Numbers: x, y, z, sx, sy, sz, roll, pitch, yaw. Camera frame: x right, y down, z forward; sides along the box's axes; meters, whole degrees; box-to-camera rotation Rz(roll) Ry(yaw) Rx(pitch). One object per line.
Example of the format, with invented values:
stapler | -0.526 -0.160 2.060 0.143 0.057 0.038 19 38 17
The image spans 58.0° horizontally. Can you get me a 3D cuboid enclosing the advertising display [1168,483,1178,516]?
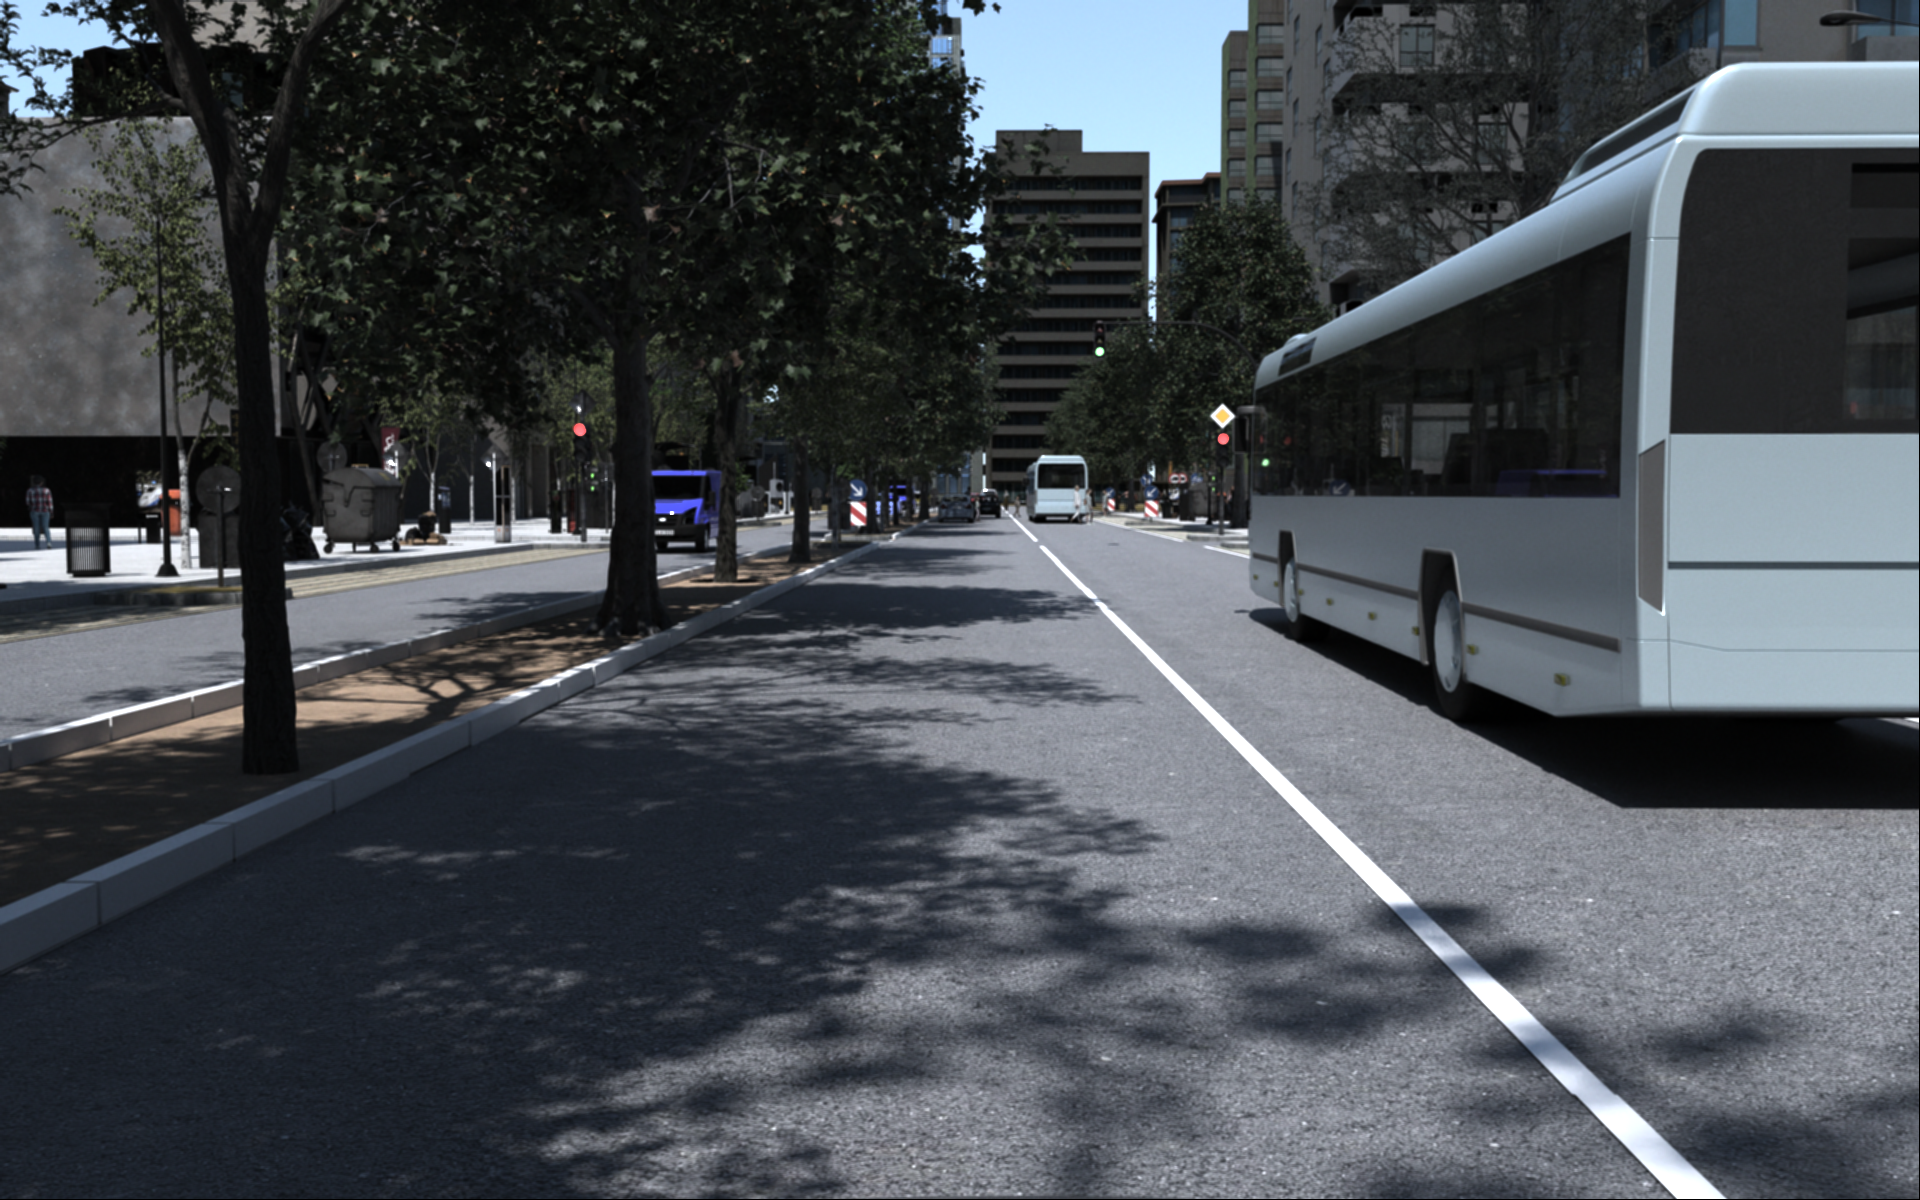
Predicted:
advertising display | 12.474 -5.796 99.984 0.974 1.923 0.123 2 4 30

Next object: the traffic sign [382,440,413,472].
traffic sign | -13.744 -2.603 42.289 0.795 2.593 0.064 0 4 8

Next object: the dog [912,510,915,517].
dog | -2.882 -5.214 104.530 0.540 0.507 0.406 2 4 27

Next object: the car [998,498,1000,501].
car | 3.114 -10.176 178.379 2.014 1.417 4.499 0 4 0

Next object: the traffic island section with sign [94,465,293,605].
traffic island section with sign | -10.094 -0.886 23.111 1.989 1.847 2.006 0 4 1

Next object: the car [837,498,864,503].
car | -5.597 -4.966 93.196 2.014 1.417 4.499 0 4 1

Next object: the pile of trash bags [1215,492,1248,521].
pile of trash bags | 13.068 -4.522 83.691 1.912 1.369 3.447 -1 4 -10

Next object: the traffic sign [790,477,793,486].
traffic sign | -11.878 -7.631 124.865 0.768 2.556 0.104 0 4 3

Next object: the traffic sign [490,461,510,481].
traffic sign | -14.075 -3.114 53.051 0.606 2.300 0.079 0 4 2

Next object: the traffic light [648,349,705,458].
traffic light | -7.769 -4.850 53.964 4.771 5.953 1.251 0 4 1

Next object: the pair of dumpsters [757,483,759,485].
pair of dumpsters | -13.720 -7.217 120.488 1.574 2.255 4.437 0 4 1

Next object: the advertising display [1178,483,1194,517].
advertising display | 12.837 -5.613 96.988 0.974 1.923 0.123 1 4 16

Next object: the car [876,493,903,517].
car | -4.512 -6.023 108.074 1.945 1.707 3.694 0 4 2

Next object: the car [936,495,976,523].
car | -0.210 -4.540 86.235 2.014 1.417 4.499 0 4 -1

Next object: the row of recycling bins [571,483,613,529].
row of recycling bins | -13.732 -3.550 65.152 1.069 1.692 3.534 -2 4 -34

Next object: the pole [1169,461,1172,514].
pole | 13.035 -6.943 107.364 0.158 3.312 0.155 0 3 0

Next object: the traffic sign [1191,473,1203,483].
traffic sign | 14.169 -6.342 103.805 0.768 2.556 0.104 0 4 4

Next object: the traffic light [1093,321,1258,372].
traffic light | 5.872 -4.338 45.592 4.771 5.953 1.251 0 4 1

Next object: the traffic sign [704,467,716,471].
traffic sign | -11.964 -5.060 82.831 0.768 2.556 0.104 0 4 5

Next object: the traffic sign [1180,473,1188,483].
traffic sign | 13.123 -6.280 102.779 0.768 2.556 0.104 0 4 3

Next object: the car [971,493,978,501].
car | 0.951 -7.113 125.341 2.155 1.783 4.494 0 4 -1

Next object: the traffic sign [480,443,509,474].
traffic sign | -12.020 -2.752 44.724 0.795 2.593 0.064 1 4 10

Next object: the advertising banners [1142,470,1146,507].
advertising banners | 13.779 -8.042 127.676 0.090 3.025 2.074 2 4 27

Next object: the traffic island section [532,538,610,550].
traffic island section | -10.034 -1.458 46.115 2.009 0.180 2.903 0 4 1

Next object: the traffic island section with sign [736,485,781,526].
traffic island section with sign | -9.165 -4.285 78.694 1.989 1.847 2.006 0 4 1

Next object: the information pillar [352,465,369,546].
information pillar | -14.980 -2.374 43.309 0.304 2.012 0.304 -3 5 -41

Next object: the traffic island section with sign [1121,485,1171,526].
traffic island section with sign | 8.563 -4.313 79.146 1.989 1.847 2.006 0 4 1

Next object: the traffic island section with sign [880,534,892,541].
traffic island section with sign | -3.148 -2.783 53.644 2.006 1.907 1.989 0 4 1

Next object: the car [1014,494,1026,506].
car | 7.350 -11.852 203.563 2.009 1.686 4.222 0 3 0

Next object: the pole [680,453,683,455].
pole | -13.691 -5.590 85.235 0.158 3.312 0.155 0 3 0

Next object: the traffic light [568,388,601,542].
traffic light | -9.994 -3.490 45.980 0.839 4.253 0.868 0 4 1

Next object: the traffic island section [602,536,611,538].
traffic island section | -9.901 -1.946 54.099 2.009 0.180 2.903 0 4 1

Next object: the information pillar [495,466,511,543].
information pillar | -12.026 -2.510 45.532 0.304 2.012 0.304 2 4 27

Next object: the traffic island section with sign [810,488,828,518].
traffic island section with sign | -8.714 -5.934 105.645 1.989 1.847 2.006 0 4 1

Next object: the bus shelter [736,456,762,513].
bus shelter | -13.663 -7.183 108.732 1.731 3.624 6.357 0 4 1

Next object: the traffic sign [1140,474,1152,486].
traffic sign | 11.939 -6.784 111.029 0.768 2.556 0.104 0 4 5

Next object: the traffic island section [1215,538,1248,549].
traffic island section | 8.005 -1.439 45.812 2.009 0.180 2.903 0 4 1

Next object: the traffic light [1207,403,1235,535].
traffic light | 8.097 -3.961 53.683 0.839 4.253 0.868 0 4 1

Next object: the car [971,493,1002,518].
car | 1.566 -5.791 104.475 2.009 1.686 4.222 0 4 0

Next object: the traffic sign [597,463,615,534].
traffic sign | -11.467 -3.308 56.213 0.606 2.300 0.079 0 4 5

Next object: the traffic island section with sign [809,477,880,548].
traffic island section with sign | -3.281 -2.330 46.238 2.006 1.907 1.989 0 4 1

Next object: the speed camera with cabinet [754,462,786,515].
speed camera with cabinet | -11.836 -6.885 106.912 0.660 3.252 2.038 3 5 42

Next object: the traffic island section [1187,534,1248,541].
traffic island section | 8.137 -1.928 53.796 2.009 0.180 2.903 0 4 1

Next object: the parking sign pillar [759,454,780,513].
parking sign pillar | -12.812 -7.802 116.039 1.447 3.967 1.447 0 4 3

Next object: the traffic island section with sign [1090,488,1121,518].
traffic island section with sign | 9.018 -5.961 106.097 1.989 1.847 2.006 0 4 1

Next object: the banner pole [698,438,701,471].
banner pole | -11.626 -5.357 77.611 0.401 3.779 0.863 -1 4 -13

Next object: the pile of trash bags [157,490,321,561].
pile of trash bags | -14.244 -1.473 33.841 3.447 1.369 1.912 1 4 20

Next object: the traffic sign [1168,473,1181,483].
traffic sign | 12.689 -6.254 102.366 0.768 2.556 0.104 1 4 9

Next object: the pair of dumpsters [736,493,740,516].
pair of dumpsters | -13.217 -5.859 98.289 1.574 2.255 4.437 0 4 1

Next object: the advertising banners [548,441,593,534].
advertising banners | -12.741 -3.707 56.802 0.090 3.025 2.074 2 4 31

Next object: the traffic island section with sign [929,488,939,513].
traffic island section with sign | -1.912 -7.378 128.772 2.006 1.907 1.989 0 4 1

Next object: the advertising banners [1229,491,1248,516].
advertising banners | 12.085 -4.575 70.992 2.074 3.025 0.090 0 4 5

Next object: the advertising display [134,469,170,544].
advertising display | -20.781 -2.408 44.585 0.974 1.923 0.123 1 4 15

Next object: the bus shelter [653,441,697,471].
bus shelter | -13.527 -5.425 79.982 1.731 3.624 6.357 0 4 1

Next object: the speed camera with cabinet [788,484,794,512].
speed camera with cabinet | -12.588 -8.122 127.124 2.038 3.252 0.660 3 4 36

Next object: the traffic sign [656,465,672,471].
traffic sign | -12.920 -4.618 75.616 0.768 2.556 0.104 0 4 4

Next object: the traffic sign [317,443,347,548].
traffic sign | -14.987 -2.521 41.323 0.768 2.556 0.104 1 4 8

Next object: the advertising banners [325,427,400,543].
advertising banners | -15.562 -2.995 45.153 2.074 3.025 0.090 0 4 6
